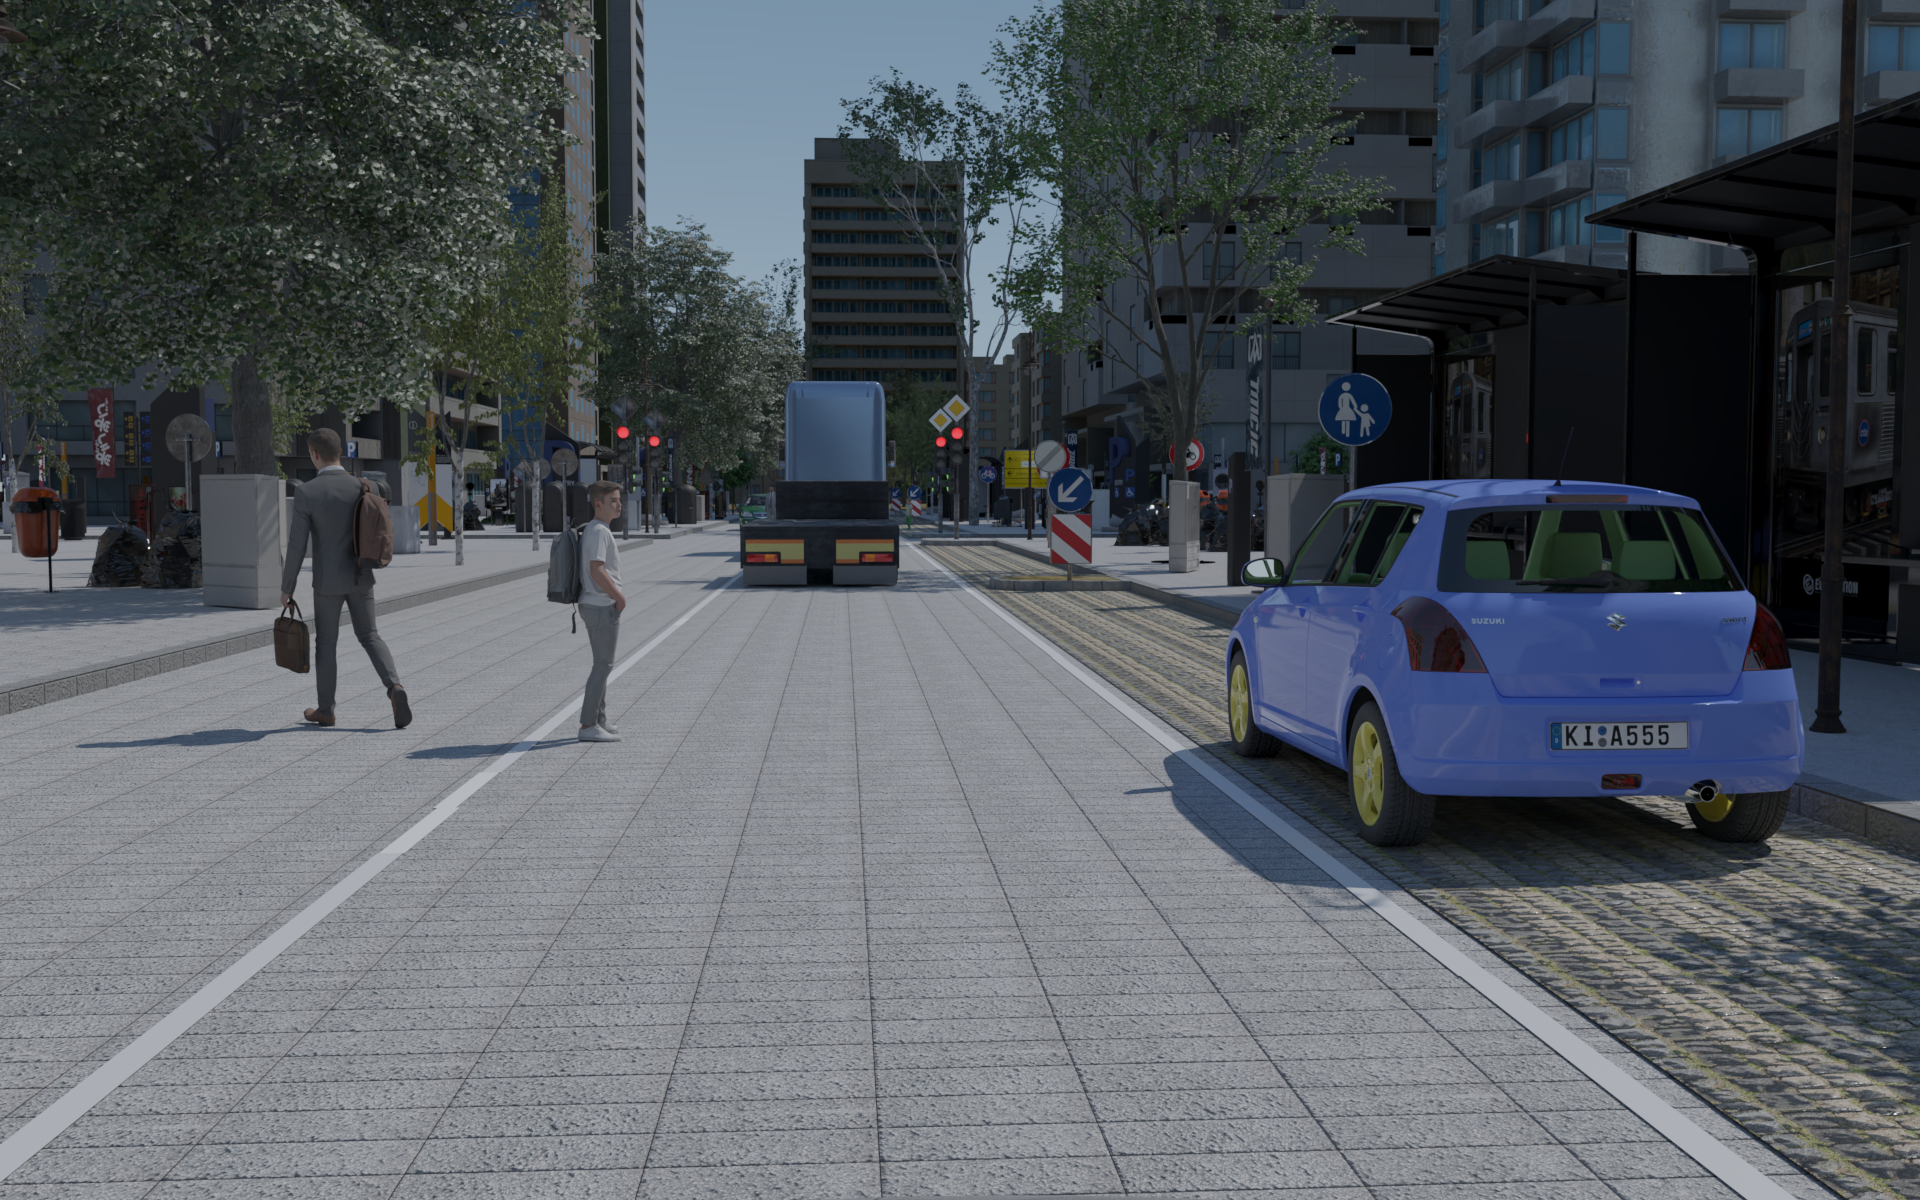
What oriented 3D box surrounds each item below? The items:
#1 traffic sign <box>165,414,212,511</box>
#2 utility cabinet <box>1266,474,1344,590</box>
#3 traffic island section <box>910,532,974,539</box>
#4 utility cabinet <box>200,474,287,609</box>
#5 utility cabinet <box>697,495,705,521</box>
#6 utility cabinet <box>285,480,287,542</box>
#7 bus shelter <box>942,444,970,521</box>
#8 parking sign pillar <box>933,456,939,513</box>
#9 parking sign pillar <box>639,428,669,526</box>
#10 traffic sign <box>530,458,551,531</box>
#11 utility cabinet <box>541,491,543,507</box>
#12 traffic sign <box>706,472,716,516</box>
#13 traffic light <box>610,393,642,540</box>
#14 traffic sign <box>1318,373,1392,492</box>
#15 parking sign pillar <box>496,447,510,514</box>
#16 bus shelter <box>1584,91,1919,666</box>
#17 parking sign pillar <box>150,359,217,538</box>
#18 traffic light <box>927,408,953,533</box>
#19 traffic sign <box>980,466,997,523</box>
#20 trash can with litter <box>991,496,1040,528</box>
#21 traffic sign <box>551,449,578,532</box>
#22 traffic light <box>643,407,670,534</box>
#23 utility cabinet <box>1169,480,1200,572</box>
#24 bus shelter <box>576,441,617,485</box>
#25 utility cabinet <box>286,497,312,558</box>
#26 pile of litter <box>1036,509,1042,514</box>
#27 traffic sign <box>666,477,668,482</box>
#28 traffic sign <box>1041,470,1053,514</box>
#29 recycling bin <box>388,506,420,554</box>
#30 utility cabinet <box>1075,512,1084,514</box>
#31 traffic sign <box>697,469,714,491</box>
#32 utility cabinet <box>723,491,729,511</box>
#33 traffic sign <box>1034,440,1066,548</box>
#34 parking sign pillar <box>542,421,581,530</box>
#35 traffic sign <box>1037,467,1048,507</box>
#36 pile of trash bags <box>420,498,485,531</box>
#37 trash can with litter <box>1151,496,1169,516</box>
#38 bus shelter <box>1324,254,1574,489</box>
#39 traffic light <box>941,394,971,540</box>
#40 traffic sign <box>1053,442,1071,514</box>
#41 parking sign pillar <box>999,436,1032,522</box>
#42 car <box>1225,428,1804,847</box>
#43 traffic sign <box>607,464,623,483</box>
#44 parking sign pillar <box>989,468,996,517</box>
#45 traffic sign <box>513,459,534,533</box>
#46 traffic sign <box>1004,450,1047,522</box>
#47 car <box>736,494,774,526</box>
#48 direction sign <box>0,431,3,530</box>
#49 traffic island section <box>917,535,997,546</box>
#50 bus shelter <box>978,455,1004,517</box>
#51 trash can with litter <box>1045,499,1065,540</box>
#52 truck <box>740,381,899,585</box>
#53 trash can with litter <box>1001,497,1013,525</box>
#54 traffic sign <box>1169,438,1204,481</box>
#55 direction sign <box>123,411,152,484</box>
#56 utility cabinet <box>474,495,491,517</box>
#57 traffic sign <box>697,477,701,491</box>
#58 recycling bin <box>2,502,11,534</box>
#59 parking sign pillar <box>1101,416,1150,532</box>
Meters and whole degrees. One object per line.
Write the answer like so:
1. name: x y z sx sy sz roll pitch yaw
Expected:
1. traffic sign: -12.249 -1.676 27.503 0.768 2.556 0.104 0 4 4
2. utility cabinet: 3.841 -0.650 19.302 0.318 1.500 1.173 3 5 41
3. traffic island section: -0.618 -2.117 56.901 2.009 0.180 2.903 0 4 -4
4. utility cabinet: -8.099 -0.663 19.522 1.173 1.500 0.318 3 4 38
5. utility cabinet: -12.617 -4.348 82.250 1.020 1.237 0.306 2 4 28
6. utility cabinet: -10.981 -1.097 26.615 1.173 1.500 0.318 0 4 6
7. bus shelter: -0.200 -5.681 84.162 1.731 3.624 6.357 0 4 -4
8. parking sign pillar: -1.542 -7.898 117.606 1.447 3.967 1.447 1 4 8
9. parking sign pillar: -12.633 -5.023 70.592 1.447 3.967 1.447 1 4 14
10. traffic sign: -14.754 -3.713 60.817 0.768 2.556 0.104 0 4 -3
11. utility cabinet: -27.525 -6.385 113.079 1.173 1.500 0.318 1 4 13
12. traffic sign: -14.595 -6.159 100.812 0.768 2.556 0.104 0 3 0
13. traffic light: -9.304 -3.624 48.178 0.839 4.253 0.868 0 4 -4
14. traffic sign: 4.157 -1.114 18.320 0.768 2.556 0.104 0 4 4
15. parking sign pillar: -24.252 -6.331 91.992 1.447 3.967 1.447 0 4 -1
16. bus shelter: 6.346 -1.253 11.768 1.731 3.624 6.357 0 4 -4
17. parking sign pillar: -15.650 -2.842 34.934 1.447 3.967 1.447 1 4 21
18. traffic light: -0.658 -4.151 56.784 0.839 4.253 0.868 0 4 -4
19. traffic sign: 1.264 -4.749 77.748 0.768 2.556 0.104 0 4 2
20. trash can with litter: 2.095 -3.436 67.228 2.233 1.210 1.678 -1 4 -13
21. traffic sign: -11.074 -2.958 48.473 0.768 2.556 0.104 0 4 5
22. traffic light: -9.847 -4.112 56.145 0.839 4.253 0.868 0 4 -4
23. utility cabinet: 3.719 -1.217 28.584 0.318 1.500 1.173 1 4 18
24. bus shelter: -14.709 -4.550 68.319 2.014 3.302 5.546 0 4 -4
25. utility cabinet: -13.493 -1.437 34.658 1.020 1.237 0.306 -2 4 -24
26. pile of litter: 5.745 -6.077 113.321 1.719 0.858 1.176 0 4 2
27. traffic sign: -17.376 -6.384 104.480 0.768 2.556 0.104 0 4 1
28. traffic sign: 2.390 -2.625 45.051 0.606 2.300 0.079 0 4 5
29. recycling bin: -12.130 -1.517 37.359 0.722 1.027 0.722 0 4 8
30. utility cabinet: 4.806 -3.703 71.702 0.306 1.237 1.020 2 4 33
31. traffic sign: -12.911 -5.366 87.738 0.884 2.594 0.081 0 4 -2
32. utility cabinet: -17.336 -7.322 128.391 0.318 1.500 1.173 0 4 -2
33. traffic sign: 2.127 -2.511 41.164 0.768 2.556 0.104 0 4 -2
34. parking sign pillar: -14.401 -4.533 62.585 1.447 3.967 1.447 0 4 -2
35. traffic sign: 2.962 -3.566 58.411 0.768 2.556 0.104 0 4 1
36. pile of trash bags: -18.275 -3.131 60.939 3.447 1.369 1.912 3 5 42
37. trash can with litter: 5.238 -2.241 48.022 0.624 1.170 1.055 -3 4 -38
38. bus shelter: 5.907 -1.765 20.144 1.731 3.624 6.357 0 4 -4
39. traffic light: -0.116 -3.663 48.818 0.839 4.253 0.868 0 4 -4
40. traffic sign: 2.305 -2.573 42.171 0.768 2.556 0.104 0 4 -3
41. parking sign pillar: 2.787 -5.643 80.742 1.447 3.967 1.447 2 4 27
42. car: 2.402 0.075 8.357 1.945 1.707 3.694 0 4 -4
43. traffic sign: -11.789 -3.505 59.428 0.606 2.300 0.079 0 4 2
44. parking sign pillar: 2.251 -6.682 97.721 1.447 3.967 1.447 1 4 16
45. traffic sign: -14.327 -3.413 56.987 0.795 2.450 0.064 0 4 6
46. traffic sign: 3.151 -5.246 79.648 2.265 3.308 0.079 0 4 -1
47. car: -7.785 -3.476 68.631 2.131 1.459 4.920 0 4 -5
48. direction sign: -34.728 -4.309 62.441 0.876 3.537 0.379 3 4 38
49. traffic island section: -0.075 -1.630 48.934 2.009 0.180 2.903 0 4 -4
50. bus shelter: 1.197 -6.084 93.405 2.014 3.302 5.546 0 4 -4
51. trash can with litter: 2.742 -2.198 47.317 0.624 1.170 1.055 -2 4 -23
52. truck: -2.658 -2.806 35.632 2.967 4.110 18.799 0 4 -3
53. trash can with litter: 1.814 -3.556 69.522 0.624 1.170 1.055 0 4 1
54. traffic sign: 4.994 -2.333 38.245 0.768 2.556 0.104 0 4 1
55. direction sign: -22.587 -3.404 47.647 0.876 3.537 0.379 1 4 15
56. utility cabinet: -27.244 -5.370 98.960 1.020 1.237 0.306 1 4 13
57. traffic sign: -19.367 -7.913 129.480 0.768 2.556 0.104 0 4 5
58. recycling bin: -30.364 -2.653 55.930 0.722 1.027 0.722 0 4 7
59. parking sign pillar: 5.518 -4.304 58.847 1.447 3.967 1.447 -1 4 -18
